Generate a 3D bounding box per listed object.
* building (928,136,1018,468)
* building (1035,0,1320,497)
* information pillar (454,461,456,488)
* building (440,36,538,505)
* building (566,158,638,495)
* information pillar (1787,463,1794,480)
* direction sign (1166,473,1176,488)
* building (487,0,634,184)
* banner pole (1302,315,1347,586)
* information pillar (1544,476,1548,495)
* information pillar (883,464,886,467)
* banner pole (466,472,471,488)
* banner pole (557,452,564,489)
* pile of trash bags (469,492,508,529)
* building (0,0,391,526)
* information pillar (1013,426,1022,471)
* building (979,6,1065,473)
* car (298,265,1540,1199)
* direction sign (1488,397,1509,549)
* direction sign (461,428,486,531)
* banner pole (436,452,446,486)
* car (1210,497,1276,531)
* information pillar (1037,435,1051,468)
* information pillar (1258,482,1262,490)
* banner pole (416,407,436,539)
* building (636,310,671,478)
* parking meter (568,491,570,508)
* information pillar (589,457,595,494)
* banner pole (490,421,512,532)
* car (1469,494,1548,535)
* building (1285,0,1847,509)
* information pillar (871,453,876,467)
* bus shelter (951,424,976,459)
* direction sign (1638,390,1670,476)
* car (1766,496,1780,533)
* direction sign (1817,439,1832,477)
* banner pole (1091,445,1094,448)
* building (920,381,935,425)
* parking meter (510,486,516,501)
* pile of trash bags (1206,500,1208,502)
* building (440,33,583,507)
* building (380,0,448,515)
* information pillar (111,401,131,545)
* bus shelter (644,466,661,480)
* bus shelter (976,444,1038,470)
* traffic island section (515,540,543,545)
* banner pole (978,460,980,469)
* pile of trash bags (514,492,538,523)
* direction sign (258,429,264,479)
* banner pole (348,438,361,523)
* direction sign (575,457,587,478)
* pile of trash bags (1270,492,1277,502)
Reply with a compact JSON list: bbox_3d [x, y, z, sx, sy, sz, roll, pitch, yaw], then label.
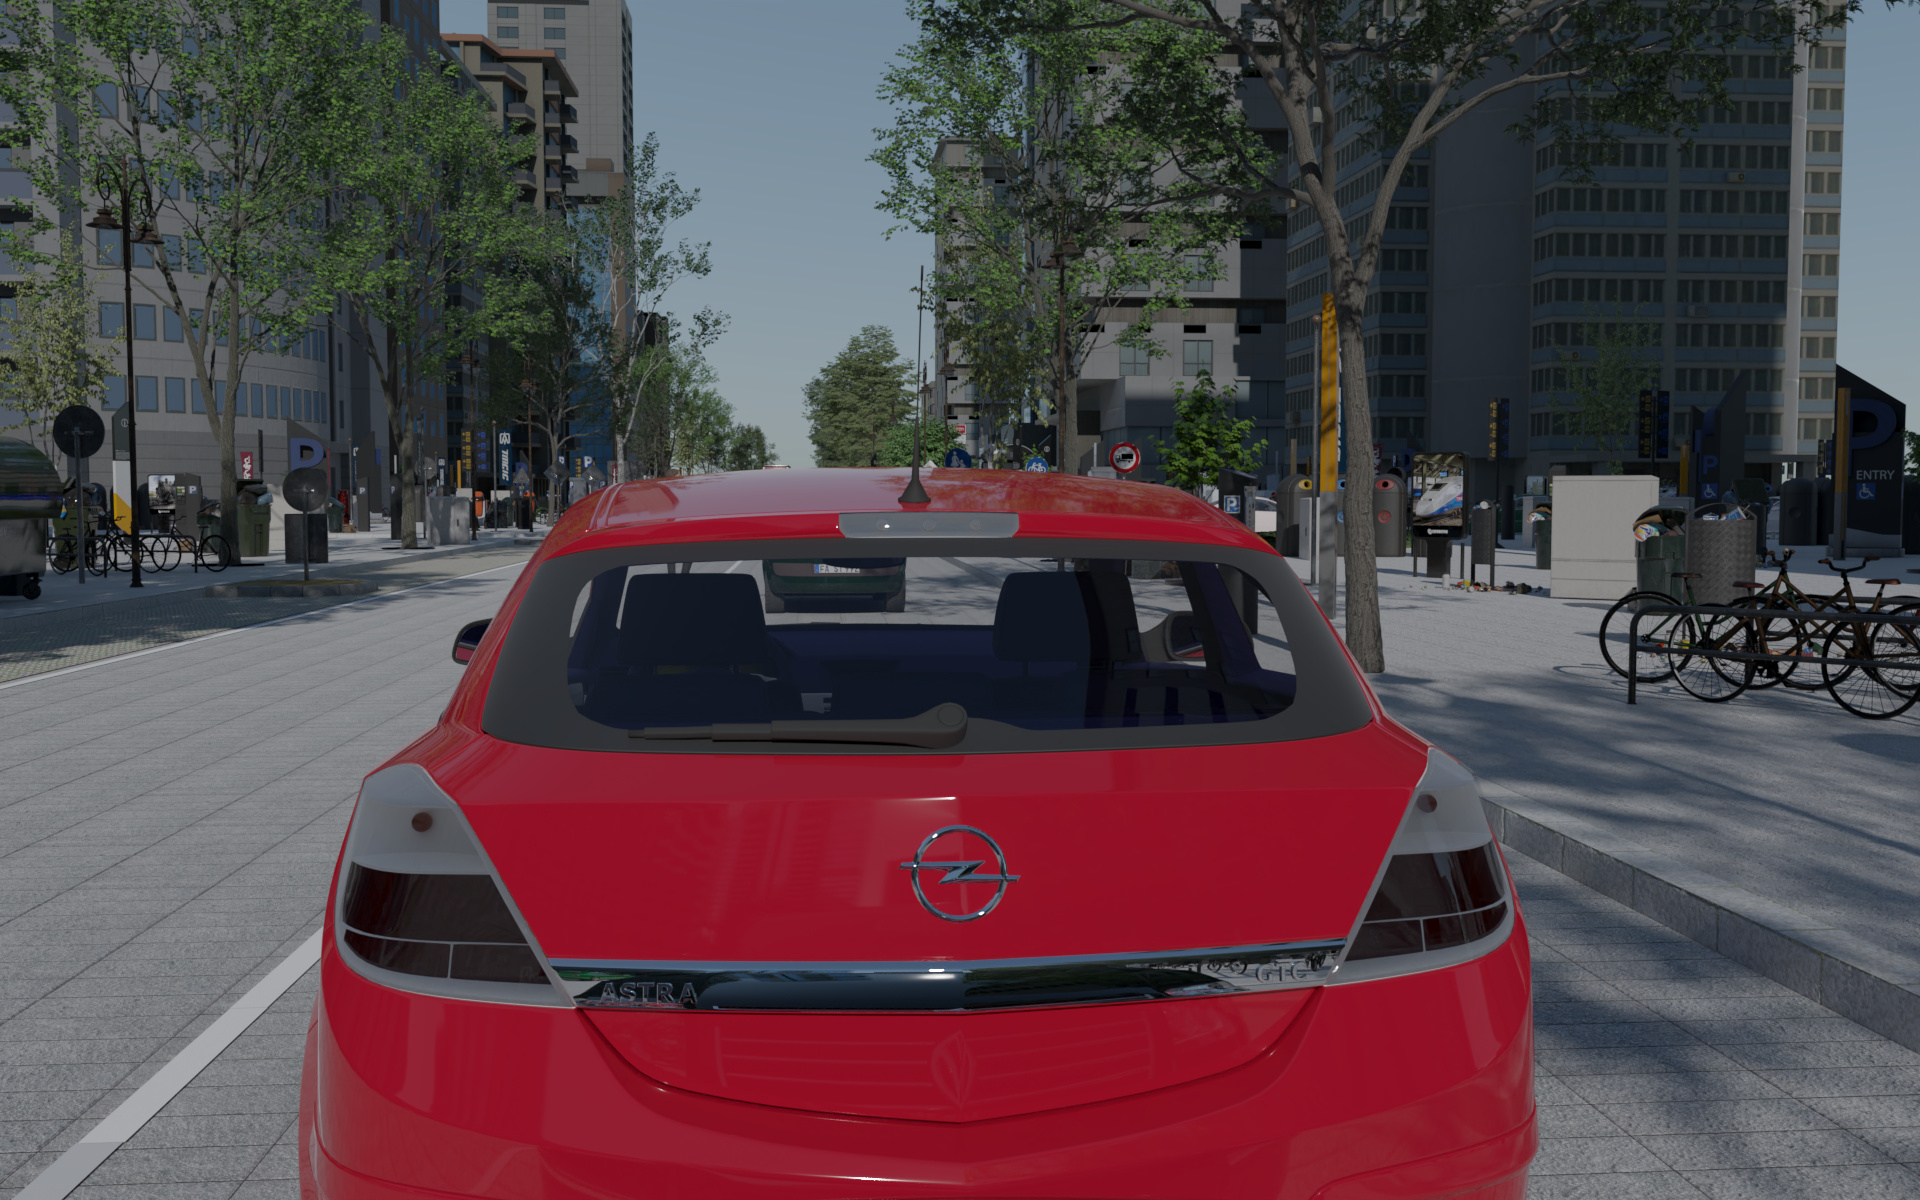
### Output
[{"bbox_3d":[10.635,-40.458,250.726,28.713,52.752,27.495,0,4,-5],"label":"building"},{"bbox_3d":[20.171,-32.546,121.371,28.713,52.752,27.495,0,4,-5],"label":"building"},{"bbox_3d":[-36.202,-8.126,124.219,0.183,3.616,0.504,-1,4,-13],"label":"information pillar"},{"bbox_3d":[-52.220,-27.496,141.443,32.217,40.220,23.993,0,4,-5],"label":"building"},{"bbox_3d":[-51.458,-35.731,234.311,14.600,45.320,14.200,0,4,-5],"label":"building"},{"bbox_3d":[45.503,-6.337,94.964,0.504,3.616,0.183,-2,4,-30],"label":"information pillar"},{"bbox_3d":[12.652,-6.720,101.876,0.379,3.537,0.876,-3,4,-36],"label":"direction sign"},{"bbox_3d":[-55.669,-49.706,250.949,20.563,71.187,20.611,0,4,-5],"label":"building"},{"bbox_3d":[5.177,-2.106,24.442,0.863,3.779,0.401,-2,4,-32],"label":"banner pole"},{"bbox_3d":[24.280,-4.142,72.216,0.304,2.012,0.304,0,4,-7],"label":"information pillar"},{"bbox_3d":[-5.357,-8.095,123.709,0.183,3.616,0.504,-3,5,-41],"label":"information pillar"},{"bbox_3d":[-21.672,-5.281,76.363,0.401,3.779,0.863,0,4,-1],"label":"banner pole"},{"bbox_3d":[-23.797,-6.909,102.972,0.401,3.779,0.863,2,4,28],"label":"banner pole"},{"bbox_3d":[-17.862,-3.358,64.651,1.912,1.369,3.447,-1,4,-12],"label":"pile of trash bags"},{"bbox_3d":[-41.527,-32.997,81.493,21.231,58.520,28.212,0,4,-5],"label":"building"},{"bbox_3d":[1.984,-4.182,59.735,0.183,3.616,0.504,-2,4,-29],"label":"information pillar"},{"bbox_3d":[14.567,-53.079,180.517,22.319,86.520,31.000,0,4,-5],"label":"building"},{"bbox_3d":[-0.215,0.296,4.196,2.155,1.783,4.494,0,4,-6],"label":"car"},{"bbox_3d":[12.670,-2.985,40.804,0.876,3.537,0.379,-3,5,-43],"label":"direction sign"},{"bbox_3d":[-16.846,-4.164,60.072,0.876,3.537,0.379,-3,4,-37],"label":"direction sign"},{"bbox_3d":[-30.973,-6.917,103.114,0.401,3.779,0.863,3,5,40],"label":"banner pole"},{"bbox_3d":[9.457,-2.617,55.152,4.827,1.381,2.083,0,4,-4],"label":"car"},{"bbox_3d":[3.375,-4.744,68.924,0.504,3.616,0.183,-1,4,-13],"label":"information pillar"},{"bbox_3d":[18.677,-6.365,108.558,0.304,2.012,0.304,-2,4,-30],"label":"information pillar"},{"bbox_3d":[-15.377,-3.634,49.440,0.401,3.779,0.863,0,4,-2],"label":"banner pole"},{"bbox_3d":[-52.887,-30.488,270.172,14.160,30.474,14.107,0,4,-5],"label":"building"},{"bbox_3d":[-21.236,-5.282,94.768,0.372,1.533,0.369,0,3,0],"label":"parking meter"},{"bbox_3d":[-23.173,-7.205,109.161,0.504,3.616,0.183,2,4,28],"label":"information pillar"},{"bbox_3d":[-15.636,-4.221,59.030,0.863,3.779,0.401,1,4,14],"label":"banner pole"},{"bbox_3d":[18.400,-2.776,57.193,4.920,1.459,2.131,0,4,-5],"label":"car"},{"bbox_3d":[31.086,-24.345,89.930,23.993,40.220,32.217,0,4,-5],"label":"building"},{"bbox_3d":[-4.854,-6.488,97.425,0.183,3.616,0.504,2,4,31],"label":"information pillar"},{"bbox_3d":[-0.506,-7.299,96.976,2.179,5.291,8.768,0,4,-5],"label":"bus shelter"},{"bbox_3d":[15.165,-2.809,37.918,0.876,3.537,0.379,-2,4,-26],"label":"direction sign"},{"bbox_3d":[27.529,-2.810,58.310,4.827,1.381,2.083,0,4,-7],"label":"car"},{"bbox_3d":[35.805,-4.880,71.783,0.876,3.537,0.379,-2,4,-30],"label":"direction sign"},{"bbox_3d":[7.022,-6.055,89.013,0.863,3.779,0.401,2,4,28],"label":"banner pole"},{"bbox_3d":[8.199,-26.605,280.035,27.650,21.520,28.899,0,4,-5],"label":"building"},{"bbox_3d":[-30.890,-6.982,119.872,0.399,1.863,0.255,2,4,33],"label":"parking meter"},{"bbox_3d":[9.446,-3.222,62.435,1.912,1.369,3.447,0,3,0],"label":"pile of trash bags"},{"bbox_3d":[-49.000,-31.402,168.049,22.147,44.769,28.867,0,4,-5],"label":"building"},{"bbox_3d":[-41.761,-28.197,111.131,14.600,45.320,14.200,0,4,-5],"label":"building"},{"bbox_3d":[-21.031,-3.189,43.492,0.183,3.616,0.504,1,4,22],"label":"information pillar"},{"bbox_3d":[-23.021,-8.171,127.516,2.014,3.302,5.546,0,4,-5],"label":"bus shelter"},{"bbox_3d":[1.919,-4.798,72.364,2.014,3.302,5.546,0,4,-5],"label":"bus shelter"},{"bbox_3d":[-11.603,-1.692,49.940,2.009,0.180,2.903,0,4,-5],"label":"traffic island section"},{"bbox_3d":[1.622,-8.427,127.790,0.863,3.779,0.401,1,4,20],"label":"banner pole"},{"bbox_3d":[-20.133,-4.228,78.885,1.912,1.369,3.447,-3,4,-36],"label":"pile of trash bags"},{"bbox_3d":[-24.584,-4.218,60.959,0.379,3.537,0.876,-1,4,-14],"label":"direction sign"},{"bbox_3d":[-27.162,-5.366,77.746,0.863,3.779,0.401,1,4,21],"label":"banner pole"},{"bbox_3d":[-23.026,-6.958,105.759,0.876,3.537,0.379,-1,4,-16],"label":"direction sign"},{"bbox_3d":[12.721,-3.846,72.635,1.912,1.369,3.447,-1,4,-14],"label":"pile of trash bags"}]
